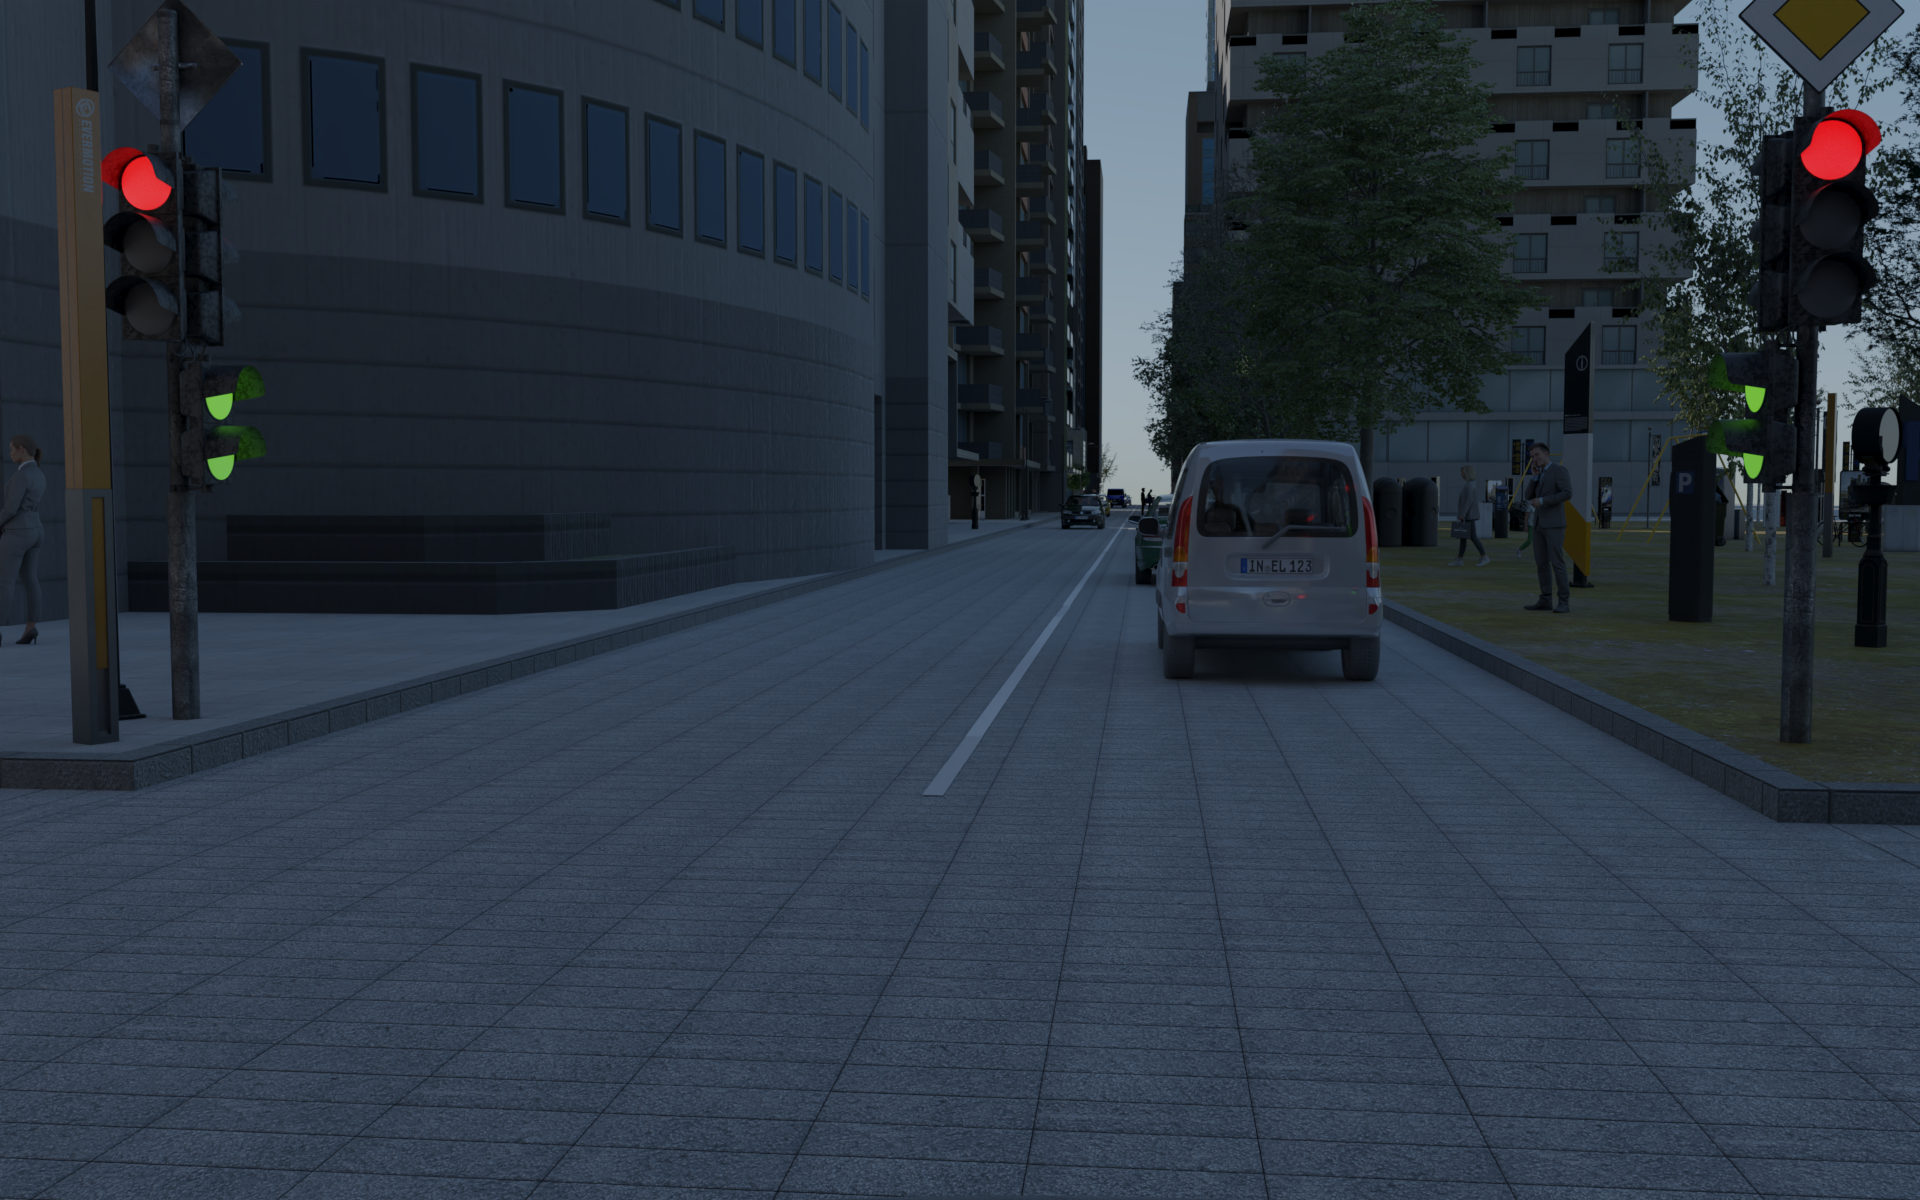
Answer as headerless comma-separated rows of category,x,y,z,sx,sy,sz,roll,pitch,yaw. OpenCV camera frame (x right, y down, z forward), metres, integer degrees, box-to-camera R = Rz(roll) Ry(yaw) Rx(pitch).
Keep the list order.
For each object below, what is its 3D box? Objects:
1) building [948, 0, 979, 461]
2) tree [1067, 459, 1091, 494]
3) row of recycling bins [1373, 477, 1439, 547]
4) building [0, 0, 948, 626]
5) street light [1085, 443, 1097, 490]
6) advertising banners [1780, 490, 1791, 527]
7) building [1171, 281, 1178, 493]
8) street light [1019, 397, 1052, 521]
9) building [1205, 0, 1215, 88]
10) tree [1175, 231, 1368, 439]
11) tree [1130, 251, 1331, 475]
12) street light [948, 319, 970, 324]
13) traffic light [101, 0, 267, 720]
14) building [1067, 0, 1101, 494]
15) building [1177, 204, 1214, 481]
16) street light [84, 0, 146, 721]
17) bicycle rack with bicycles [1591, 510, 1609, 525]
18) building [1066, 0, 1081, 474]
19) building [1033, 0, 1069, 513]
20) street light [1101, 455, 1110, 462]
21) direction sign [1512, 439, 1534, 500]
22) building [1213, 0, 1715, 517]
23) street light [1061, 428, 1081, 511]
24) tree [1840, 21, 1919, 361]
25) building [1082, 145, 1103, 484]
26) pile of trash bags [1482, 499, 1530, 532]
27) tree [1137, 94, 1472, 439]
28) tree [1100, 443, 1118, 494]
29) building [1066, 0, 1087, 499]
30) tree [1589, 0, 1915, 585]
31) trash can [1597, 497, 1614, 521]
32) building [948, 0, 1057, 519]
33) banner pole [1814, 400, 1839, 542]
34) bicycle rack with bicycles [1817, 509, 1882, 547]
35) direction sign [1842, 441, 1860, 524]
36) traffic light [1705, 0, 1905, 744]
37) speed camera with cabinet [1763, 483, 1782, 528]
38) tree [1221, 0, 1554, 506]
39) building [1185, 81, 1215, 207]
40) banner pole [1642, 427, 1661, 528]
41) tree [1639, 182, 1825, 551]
building,-13.855,-29.145,65.760,28.713,52.752,27.495,0,4,6
tree,10.602,-10.865,161.360,4.285,4.588,4.351,0,3,0
row of recycling bins,9.945,-2.148,42.239,3.534,1.692,1.069,0,4,-8
building,-12.224,-29.812,29.420,21.231,58.520,28.212,0,4,6
street light,11.597,-11.376,158.530,1.470,5.913,1.316,0,4,6
advertising banners,32.473,-4.415,68.377,0.090,3.025,2.074,-2,4,-25
building,35.624,-28.288,234.212,14.160,30.474,14.107,0,4,6
street light,3.833,-6.935,85.924,1.470,5.913,1.316,0,4,6
building,38.691,-54.854,209.534,22.319,86.520,31.000,0,4,6
tree,12.040,-8.571,65.889,9.928,11.665,9.643,0,3,0
tree,12.422,-9.927,79.309,9.611,12.733,9.660,0,3,0
street light,-0.431,-4.501,46.140,1.470,5.913,1.316,0,4,6
traffic light,-4.403,-1.275,9.773,0.839,4.253,0.868,0,4,6
building,6.711,-47.142,209.025,20.563,71.187,20.611,0,4,6
building,29.439,-24.620,174.232,14.160,30.474,14.107,0,4,6
street light,-4.311,-2.270,9.654,1.470,5.913,1.316,0,4,6
bicycle rack with bicycles,25.496,-3.651,73.080,2.852,0.926,2.925,-1,4,-19
building,-2.098,-32.034,143.365,23.786,49.044,30.456,0,4,6
building,0.217,-26.753,121.001,14.154,41.232,14.086,0,4,6
street light,16.645,-14.201,204.720,1.470,5.913,1.316,0,4,6
direction sign,23.204,-4.859,71.446,0.876,3.537,0.379,2,4,31
building,30.472,-31.973,111.989,28.713,52.752,27.495,0,4,6
street light,7.820,-9.161,122.315,1.470,5.913,1.316,0,4,6
tree,17.648,-5.732,28.134,7.601,10.594,8.767,1,4,9
building,11.571,-35.270,226.768,14.600,45.320,14.200,0,4,6
pile of trash bags,19.556,-3.060,59.784,3.447,1.369,1.912,2,4,27
tree,10.661,-8.791,54.099,12.009,13.543,11.850,0,3,0
tree,19.508,-17.563,237.518,4.737,8.622,4.395,0,3,0
building,2.513,-53.194,182.391,22.319,86.520,31.000,0,4,6
tree,11.172,-4.514,24.173,4.360,8.622,3.978,0,3,0
trash can,29.701,-4.166,79.768,0.748,1.137,0.748,0,3,0
building,-5.912,-27.208,99.475,22.147,44.769,28.867,0,4,6
banner pole,22.930,-3.423,45.980,0.401,3.779,0.863,-1,4,-21
bicycle rack with bicycles,22.589,-1.732,41.697,2.852,0.926,2.925,-1,4,-15
direction sign,38.184,-5.032,74.267,0.379,3.537,0.876,-1,4,-22
traffic light,4.310,-1.220,8.860,0.839,4.253,0.868,0,4,6
speed camera with cabinet,31.069,-4.394,66.176,0.660,3.252,2.038,2,4,27
tree,9.495,-7.395,39.037,7.486,12.596,7.792,0,3,0
building,31.513,-32.938,188.642,14.600,45.320,14.200,0,4,6
banner pole,25.811,-4.556,64.505,0.401,3.779,0.863,-1,4,-16
tree,17.530,-5.410,38.811,4.737,8.622,4.395,0,3,0
